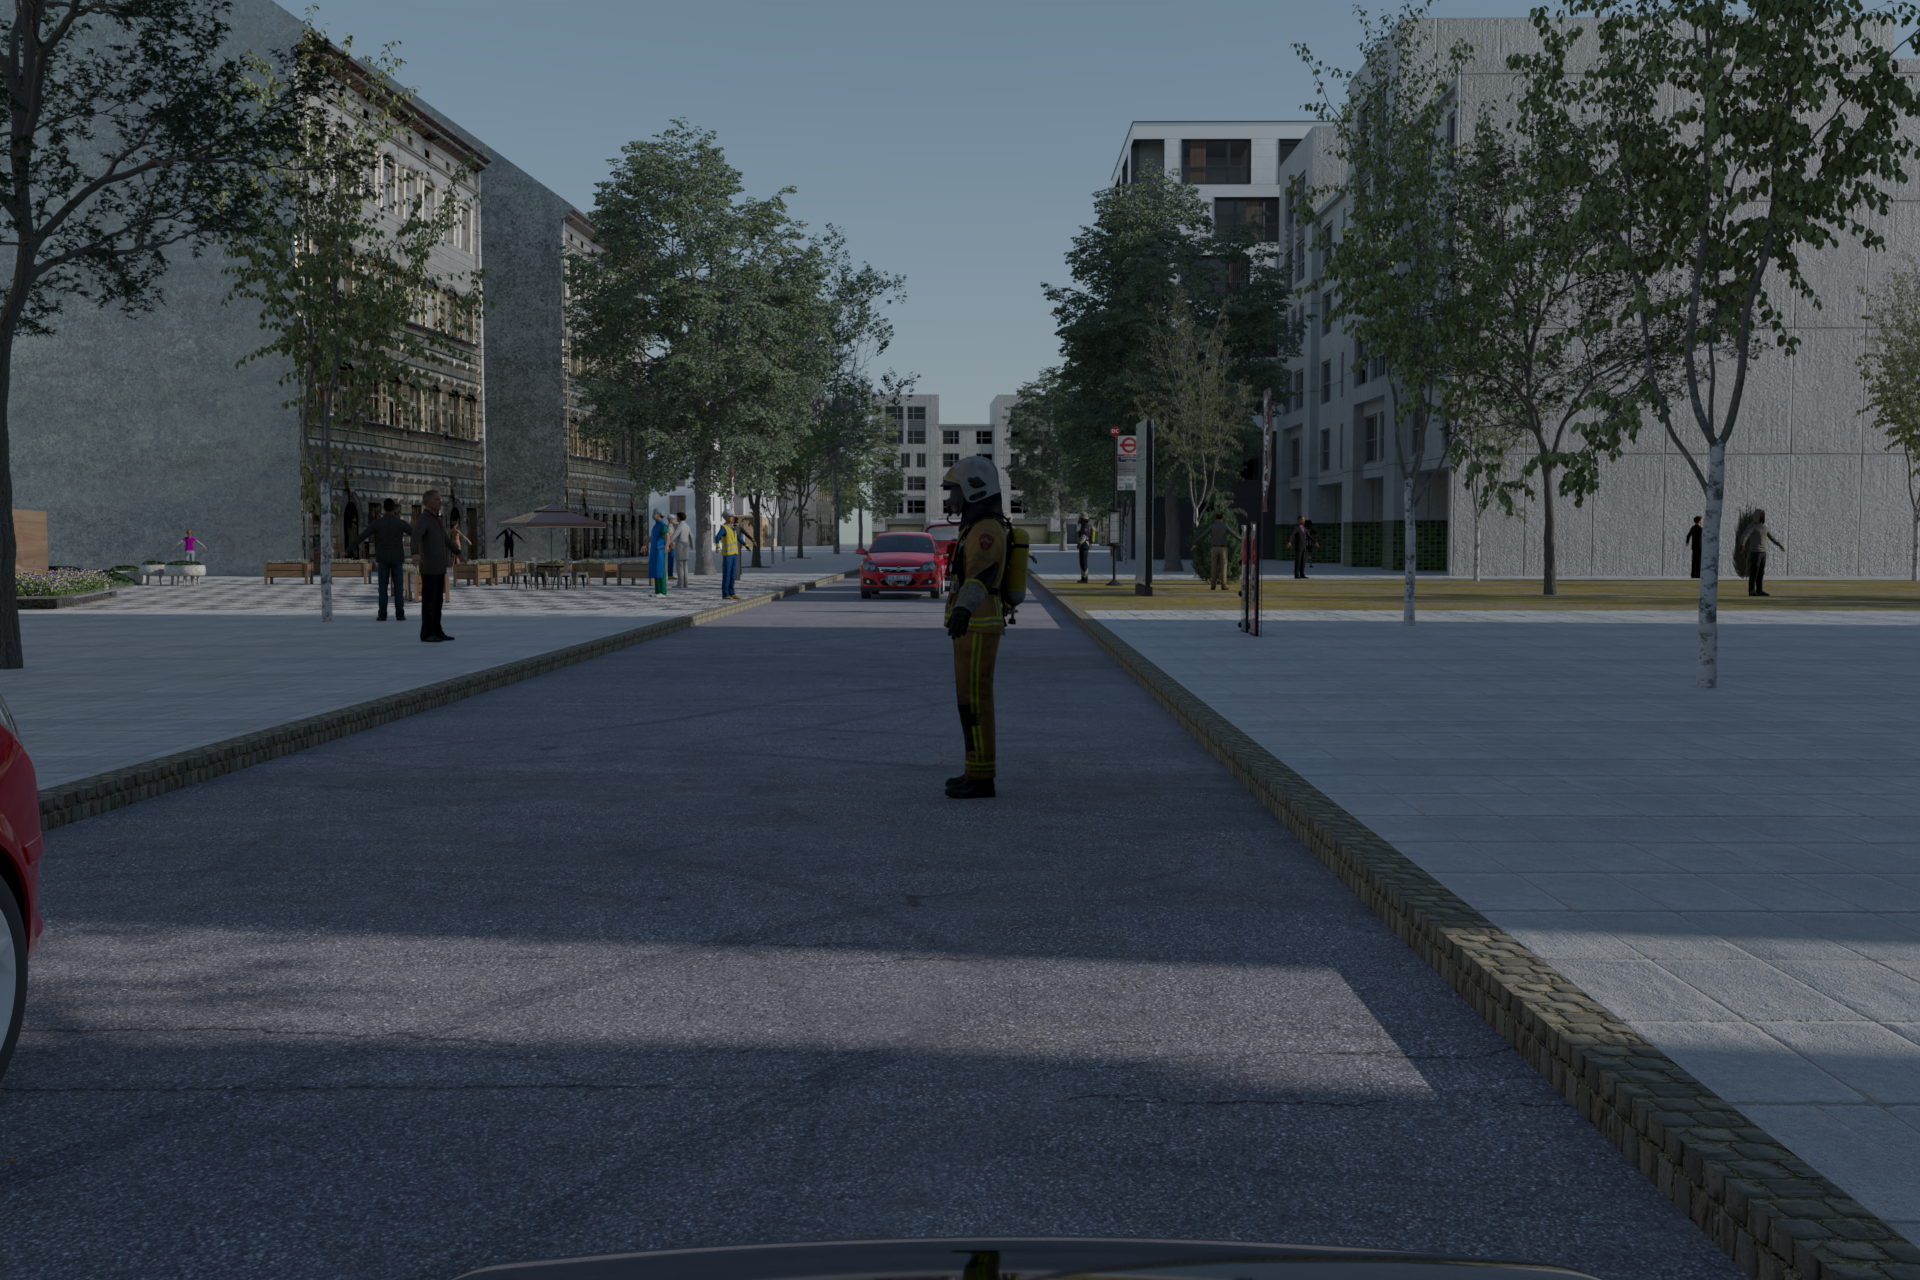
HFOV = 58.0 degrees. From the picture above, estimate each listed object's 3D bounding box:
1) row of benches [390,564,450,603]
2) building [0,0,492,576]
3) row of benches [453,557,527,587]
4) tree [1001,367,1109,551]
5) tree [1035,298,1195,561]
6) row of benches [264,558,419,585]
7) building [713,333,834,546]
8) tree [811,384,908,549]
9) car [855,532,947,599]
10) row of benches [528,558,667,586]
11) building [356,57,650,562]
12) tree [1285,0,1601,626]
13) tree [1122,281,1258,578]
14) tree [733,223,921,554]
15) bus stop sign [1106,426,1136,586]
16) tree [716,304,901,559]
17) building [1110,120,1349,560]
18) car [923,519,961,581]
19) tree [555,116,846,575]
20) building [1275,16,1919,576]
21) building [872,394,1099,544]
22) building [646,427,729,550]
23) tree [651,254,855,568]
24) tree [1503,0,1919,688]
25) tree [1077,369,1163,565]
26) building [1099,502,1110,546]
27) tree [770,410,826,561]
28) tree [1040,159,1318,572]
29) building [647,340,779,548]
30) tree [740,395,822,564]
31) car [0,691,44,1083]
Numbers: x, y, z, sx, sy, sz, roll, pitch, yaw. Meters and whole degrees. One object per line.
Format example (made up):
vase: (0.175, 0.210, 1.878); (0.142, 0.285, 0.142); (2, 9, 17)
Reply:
row of benches: (-10.686, -1.142, 34.140); (1.422, 0.672, 4.104); (-2, 4, -24)
building: (-28.847, -14.086, 61.237); (19.493, 23.208, 18.063); (0, 4, 2)
row of benches: (-11.905, -1.753, 44.123); (1.422, 0.672, 4.104); (0, 4, 3)
tree: (7.664, -13.644, 129.726); (9.857, 13.997, 8.962); (0, 3, 0)
tree: (7.389, -9.947, 80.763); (7.486, 12.596, 7.792); (0, 3, 0)
row of benches: (-15.569, -1.763, 44.281); (4.104, 0.672, 1.422); (0, 4, -8)
building: (-24.032, -22.053, 191.501); (19.493, 23.208, 18.063); (0, 4, 2)
tree: (-7.968, -13.034, 131.236); (7.486, 12.596, 7.792); (0, 3, 0)
car: (-1.289, -1.880, 39.782); (2.155, 1.783, 4.494); (0, 4, 1)
row of benches: (-9.113, -1.729, 43.734); (4.104, 0.672, 1.422); (2, 4, 28)
building: (-27.292, -15.809, 89.407); (19.493, 23.208, 18.063); (0, 4, 2)
tree: (6.322, -4.490, 23.772); (4.737, 8.622, 4.395); (0, 3, 0)
tree: (7.002, -6.121, 50.438); (4.360, 8.622, 3.978); (0, 3, 0)
tree: (-8.669, -15.441, 108.357); (12.611, 20.169, 13.585); (0, 3, 0)
bus stop sign: (4.053, -3.317, 42.932); (0.855, 3.939, 0.416); (0, 4, 1)
tree: (-8.291, -11.041, 90.883); (12.009, 13.543, 11.850); (0, 3, 0)
building: (22.653, -15.793, 102.194); (27.936, 21.610, 32.646); (0, 4, 1)
car: (-0.155, -2.237, 45.243); (2.281, 1.827, 5.304); (0, 4, 0)
tree: (-7.948, -8.989, 53.631); (9.857, 13.997, 8.962); (0, 3, 0)
building: (23.558, -12.331, 68.071); (16.747, 18.905, 31.486); (0, 4, 1)
building: (4.336, -21.844, 226.066); (31.486, 18.905, 16.747); (0, 4, -2)
building: (-24.315, -12.681, 149.478); (9.099, 9.664, 28.070); (0, 4, 1)
tree: (-7.840, -8.557, 65.668); (9.928, 11.665, 9.643); (0, 3, 0)
tree: (6.346, -3.920, 14.451); (4.737, 8.622, 4.395); (0, 3, 0)
tree: (6.855, -7.443, 72.057); (4.737, 8.622, 4.395); (0, 3, 0)
building: (24.640, -21.526, 182.884); (19.493, 23.208, 18.063); (0, 4, 1)
tree: (-8.269, -7.990, 81.004); (4.737, 8.622, 4.395); (0, 3, 0)
tree: (7.312, -9.323, 59.091); (9.857, 13.997, 8.962); (0, 3, 0)
building: (-24.054, -18.983, 166.790); (16.016, 20.090, 11.380); (0, 4, 1)
tree: (-8.044, -7.606, 74.726); (4.737, 8.622, 4.395); (0, 3, 0)
car: (-3.281, 0.391, 2.654); (2.155, 1.783, 4.494); (0, 4, 1)
